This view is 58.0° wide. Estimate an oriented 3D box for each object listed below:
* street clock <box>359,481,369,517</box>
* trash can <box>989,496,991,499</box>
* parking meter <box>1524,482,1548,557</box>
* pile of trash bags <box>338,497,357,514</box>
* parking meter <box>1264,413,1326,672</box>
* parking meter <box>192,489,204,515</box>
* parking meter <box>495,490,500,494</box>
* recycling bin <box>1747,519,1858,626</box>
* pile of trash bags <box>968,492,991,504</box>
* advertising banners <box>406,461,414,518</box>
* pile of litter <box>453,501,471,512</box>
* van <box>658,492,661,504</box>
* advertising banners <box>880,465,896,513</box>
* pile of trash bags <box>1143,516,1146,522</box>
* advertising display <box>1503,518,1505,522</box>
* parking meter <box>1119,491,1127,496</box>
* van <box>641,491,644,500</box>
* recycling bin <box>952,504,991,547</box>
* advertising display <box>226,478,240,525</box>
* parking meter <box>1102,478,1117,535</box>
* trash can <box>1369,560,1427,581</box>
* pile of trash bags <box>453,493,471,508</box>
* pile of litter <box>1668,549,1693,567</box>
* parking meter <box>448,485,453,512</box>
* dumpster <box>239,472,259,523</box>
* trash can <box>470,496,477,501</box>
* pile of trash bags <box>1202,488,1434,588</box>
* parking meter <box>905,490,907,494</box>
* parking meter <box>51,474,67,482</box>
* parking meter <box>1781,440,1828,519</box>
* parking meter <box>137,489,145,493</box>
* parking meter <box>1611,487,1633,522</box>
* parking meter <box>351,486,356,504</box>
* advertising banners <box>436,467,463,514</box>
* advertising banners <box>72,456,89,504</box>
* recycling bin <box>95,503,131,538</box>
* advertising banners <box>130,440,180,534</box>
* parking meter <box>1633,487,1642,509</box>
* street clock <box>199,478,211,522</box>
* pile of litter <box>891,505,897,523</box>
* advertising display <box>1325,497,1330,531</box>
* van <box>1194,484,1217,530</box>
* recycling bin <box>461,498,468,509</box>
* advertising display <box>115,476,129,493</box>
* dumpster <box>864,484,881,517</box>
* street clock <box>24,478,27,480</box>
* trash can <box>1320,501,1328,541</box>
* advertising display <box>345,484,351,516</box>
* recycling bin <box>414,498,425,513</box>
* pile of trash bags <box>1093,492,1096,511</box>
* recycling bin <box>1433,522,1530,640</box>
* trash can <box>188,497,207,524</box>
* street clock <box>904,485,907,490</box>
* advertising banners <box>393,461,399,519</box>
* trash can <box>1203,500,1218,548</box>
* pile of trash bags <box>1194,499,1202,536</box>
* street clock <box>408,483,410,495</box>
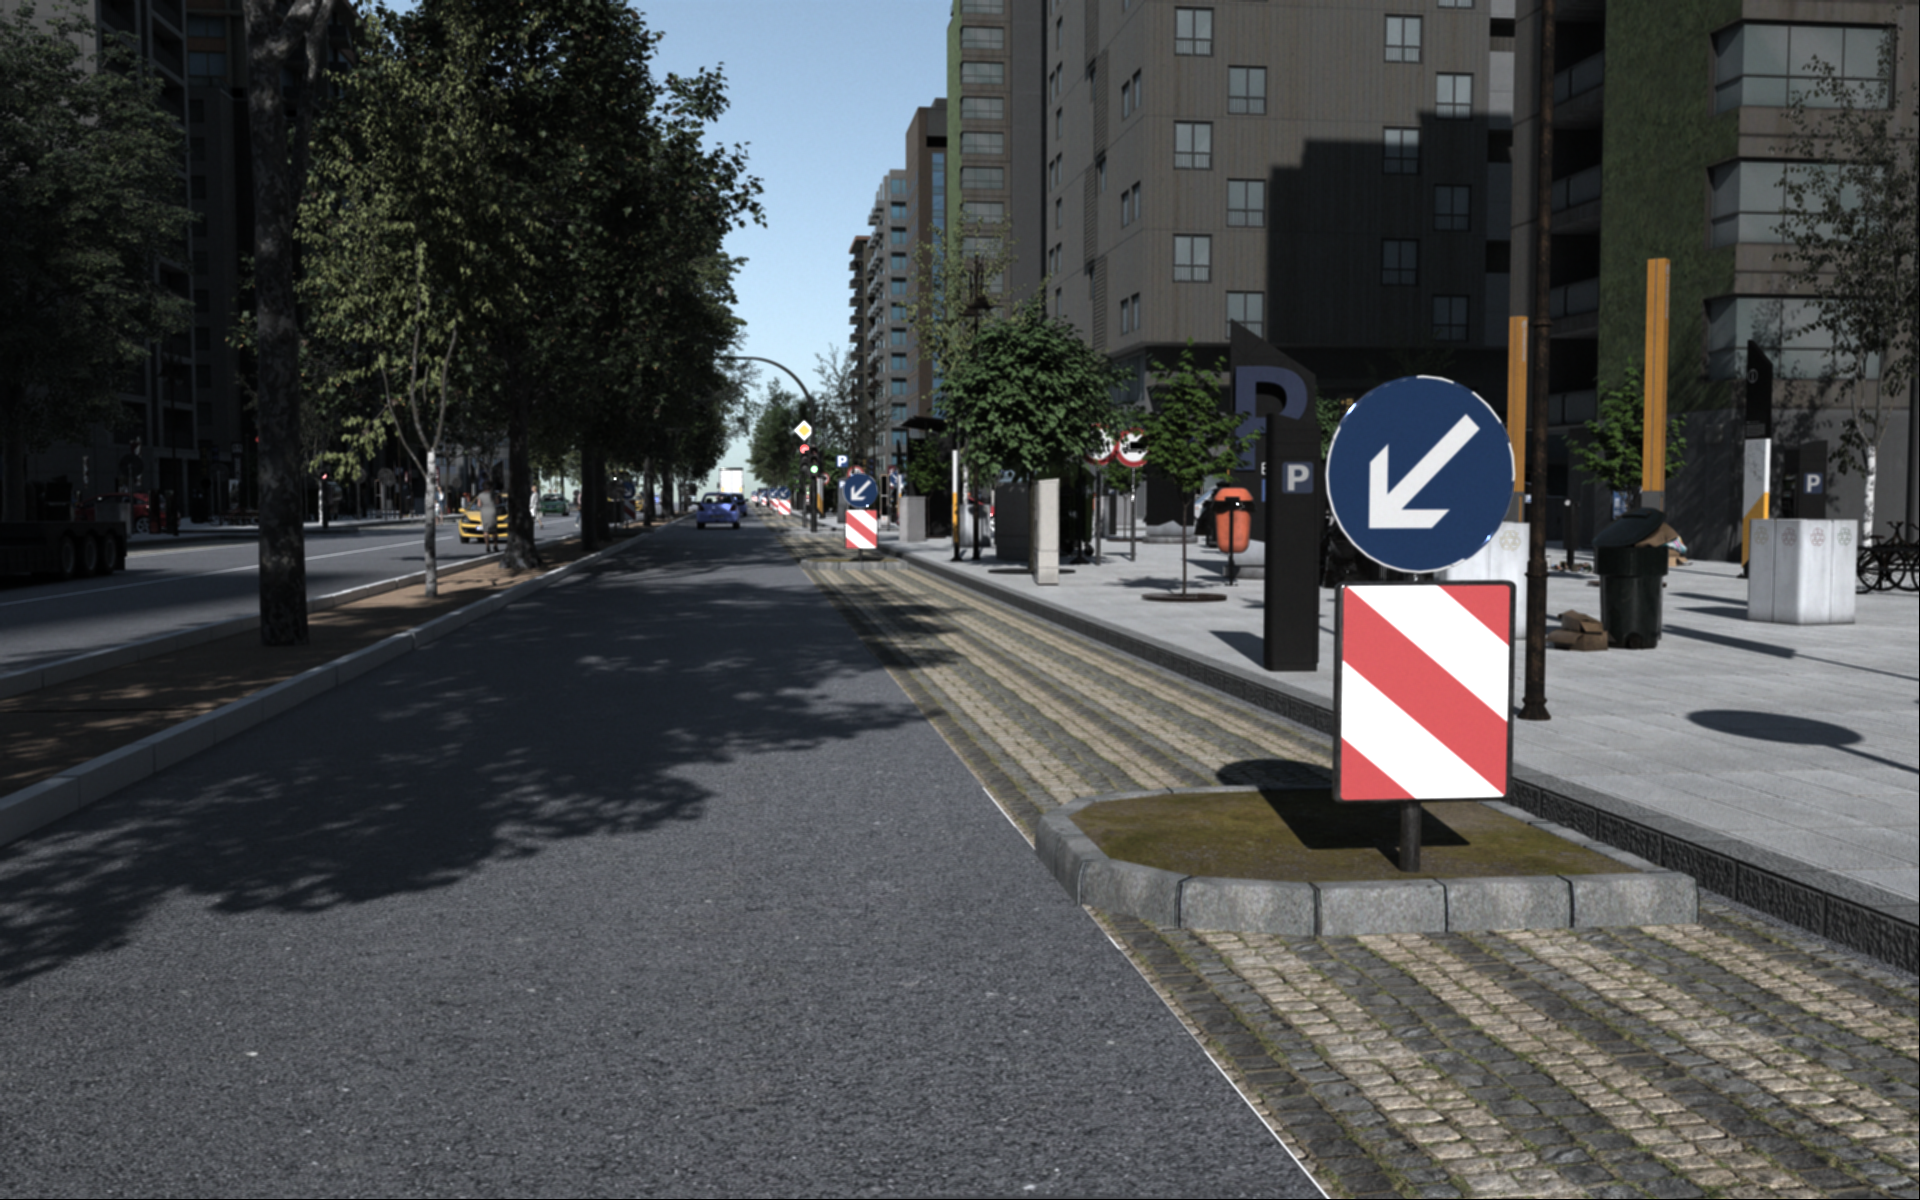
[{"bbox_3d":[-32.645,-5.524,94.894,0.471,2.002,0.358,1,4,19],"label":"street clock"},{"bbox_3d":[2.317,-6.351,115.489,0.748,1.137,0.748,0,3,0],"label":"trash can"},{"bbox_3d":[11.630,-1.639,35.206,0.372,1.533,0.369,0,3,0],"label":"parking meter"},{"bbox_3d":[-40.758,-6.259,112.094,1.912,1.369,3.447,2,4,26],"label":"pile of trash bags"},{"bbox_3d":[2.430,-0.420,12.583,0.399,1.863,0.255,0,4,-3],"label":"parking meter"},{"bbox_3d":[-41.696,-5.271,94.588,0.372,1.533,0.369,0,3,0],"label":"parking meter"},{"bbox_3d":[-32.614,-6.956,122.136,0.372,1.533,0.369,0,3,0],"label":"parking meter"},{"bbox_3d":[8.403,-0.290,17.288,0.722,1.027,0.722,-1,4,-20],"label":"recycling bin"},{"bbox_3d":[1.203,-5.081,92.821,1.912,1.369,3.447,-3,4,-38],"label":"pile of trash bags"},{"bbox_3d":[-29.453,-5.921,93.003,0.090,3.025,2.074,-1,4,-14],"label":"advertising banners"},{"bbox_3d":[-35.981,-6.763,124.540,1.719,0.858,1.176,0,4,-2],"label":"pile of litter"},{"bbox_3d":[-42.698,-14.899,250.617,2.013,2.044,4.112,0,4,-8],"label":"van"},{"bbox_3d":[-4.859,-6.622,104.455,2.074,3.025,0.090,-1,4,-12],"label":"advertising banners"},{"bbox_3d":[9.814,-4.250,79.237,1.912,1.369,3.447,-1,4,-21],"label":"pile of trash bags"},{"bbox_3d":[10.948,-1.789,34.460,0.123,1.923,0.974,0,4,8],"label":"advertising display"},{"bbox_3d":[6.887,-3.948,72.959,0.372,1.533,0.369,0,3,0],"label":"parking meter"},{"bbox_3d":[-41.867,-13.736,231.592,2.013,2.044,4.112,-1,4,-8],"label":"van"},{"bbox_3d":[0.276,-1.820,42.316,0.722,1.027,0.722,-2,4,-30],"label":"recycling bin"},{"bbox_3d":[-29.967,-4.048,71.400,0.123,1.923,0.974,0,4,2],"label":"advertising display"},{"bbox_3d":[4.660,-2.953,53.996,0.399,1.863,0.255,-1,4,-16],"label":"parking meter"},{"bbox_3d":[4.736,-0.432,18.723,0.748,1.137,0.748,0,3,0],"label":"trash can"},{"bbox_3d":[-38.814,-7.464,131.796,1.912,1.369,3.447,3,5,42],"label":"pile of trash bags"},{"bbox_3d":[12.498,-1.044,31.040,1.719,0.858,1.176,-1,4,-22],"label":"pile of litter"},{"bbox_3d":[-33.843,-6.679,114.908,0.255,1.863,0.399,0,4,1],"label":"parking meter"},{"bbox_3d":[-31.574,-4.556,76.978,1.502,2.255,1.985,0,4,-7],"label":"dumpster"},{"bbox_3d":[-38.295,-7.642,136.606,0.748,1.137,0.748,0,3,0],"label":"trash can"},{"bbox_3d":[5.224,-0.881,24.151,3.447,1.369,1.912,1,4,13],"label":"pile of trash bags"},{"bbox_3d":[-2.855,-5.152,92.653,0.372,1.533,0.369,0,3,0],"label":"parking meter"},{"bbox_3d":[-26.573,-2.777,51.122,0.255,1.863,0.399,2,4,30],"label":"parking meter"},{"bbox_3d":[9.157,-0.802,18.817,0.399,1.863,0.255,-1,4,-11],"label":"parking meter"},{"bbox_3d":[-38.364,-4.447,81.118,0.372,1.533,0.369,0,3,0],"label":"parking meter"},{"bbox_3d":[12.324,-1.460,32.277,0.372,1.533,0.369,0,3,0],"label":"parking meter"},{"bbox_3d":[-41.305,-6.877,118.142,0.399,1.863,0.255,3,5,40],"label":"parking meter"},{"bbox_3d":[-32.850,-7.018,110.930,2.074,3.025,0.090,-3,5,-43],"label":"advertising banners"},{"bbox_3d":[-40.710,-5.126,79.990,2.074,3.025,0.090,3,4,38],"label":"advertising banners"},{"bbox_3d":[-24.419,-2.286,49.937,0.722,1.027,0.722,0,4,-1],"label":"recycling bin"},{"bbox_3d":[-25.930,-3.642,55.732,2.074,3.025,0.090,2,4,24],"label":"advertising banners"},{"bbox_3d":[13.213,-1.696,33.446,0.399,1.863,0.255,2,4,23],"label":"parking meter"},{"bbox_3d":[-34.155,-4.517,78.431,0.471,2.002,0.358,-3,4,-37],"label":"street clock"},{"bbox_3d":[-2.449,-3.874,77.298,1.176,0.858,1.719,3,4,36],"label":"pile of litter"},{"bbox_3d":[8.953,-2.309,42.968,0.974,1.923,0.123,0,4,-7],"label":"advertising display"},{"bbox_3d":[9.543,-3.465,63.670,4.112,2.044,2.013,0,4,-6],"label":"van"},{"bbox_3d":[-35.466,-6.764,123.146,0.722,1.027,0.722,0,4,4],"label":"recycling bin"},{"bbox_3d":[-30.649,-3.558,63.391,0.123,1.923,0.974,0,4,-5],"label":"advertising display"},{"bbox_3d":[-5.040,-5.670,95.202,1.502,2.255,1.985,0,4,-7],"label":"dumpster"},{"bbox_3d":[-41.934,-4.468,77.626,0.358,2.002,0.471,-2,4,-34],"label":"street clock"},{"bbox_3d":[7.824,-1.646,38.561,0.748,1.137,0.748,0,3,0],"label":"trash can"},{"bbox_3d":[-35.889,-5.893,101.567,0.123,1.923,0.974,-1,4,-10],"label":"advertising display"},{"bbox_3d":[-36.147,-6.324,115.949,0.722,1.027,0.722,-1,4,-16],"label":"recycling bin"},{"bbox_3d":[5.699,-4.616,85.220,1.912,1.369,3.447,3,4,36],"label":"pile of trash bags"},{"bbox_3d":[4.681,-0.185,15.587,0.722,1.027,0.722,0,4,6],"label":"recycling bin"},{"bbox_3d":[-33.174,-3.899,75.399,0.748,1.137,0.748,0,3,0],"label":"trash can"},{"bbox_3d":[-4.292,-8.227,139.089,0.358,2.002,0.471,2,4,29],"label":"street clock"},{"bbox_3d":[-29.480,-5.755,90.288,0.090,3.025,2.074,-1,4,-16],"label":"advertising banners"},{"bbox_3d":[6.146,-1.801,41.103,0.748,1.137,0.748,0,3,0],"label":"trash can"},{"bbox_3d":[8.589,-2.751,54.734,1.912,1.369,3.447,1,4,22],"label":"pile of trash bags"},{"bbox_3d":[-36.321,-6.675,113.707,0.358,2.002,0.471,2,4,31],"label":"street clock"}]
